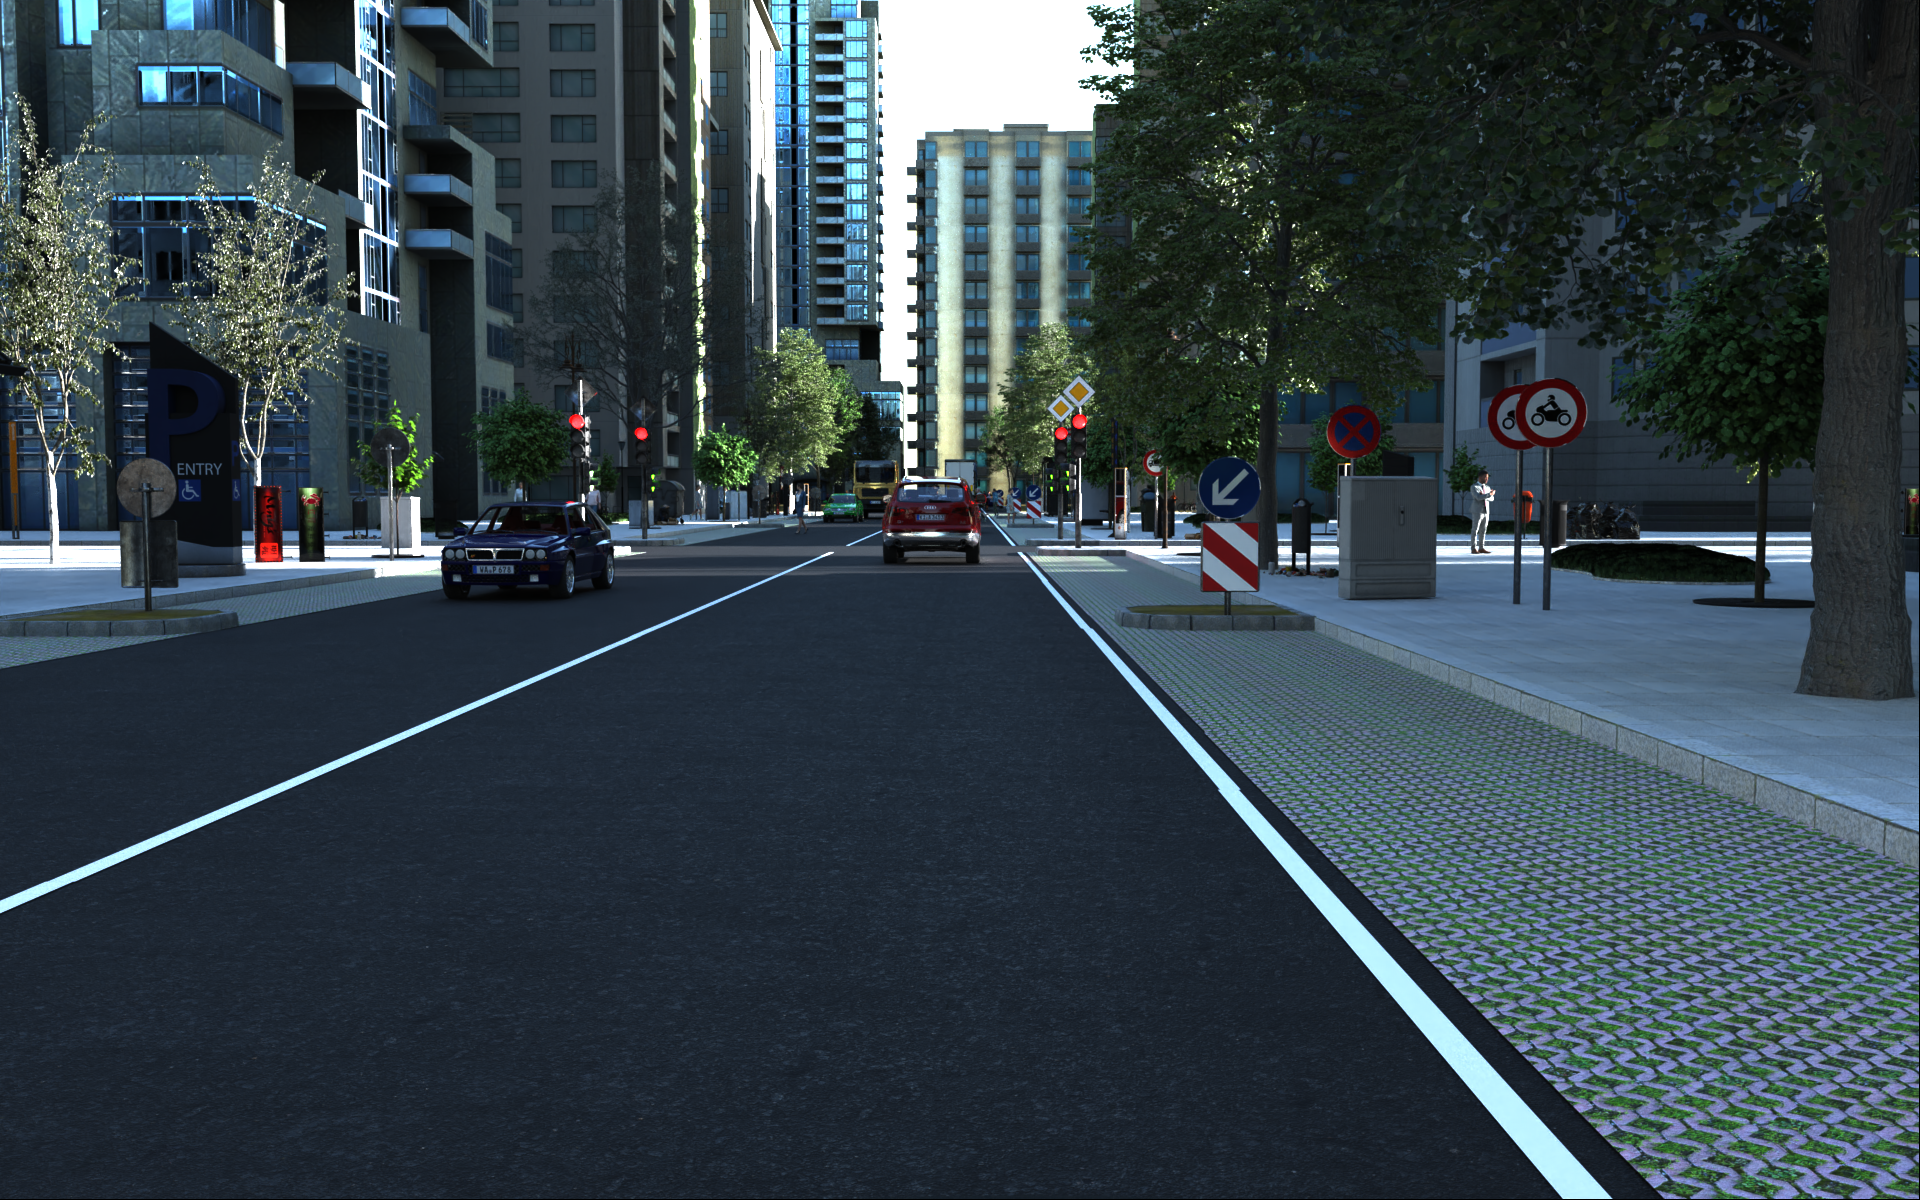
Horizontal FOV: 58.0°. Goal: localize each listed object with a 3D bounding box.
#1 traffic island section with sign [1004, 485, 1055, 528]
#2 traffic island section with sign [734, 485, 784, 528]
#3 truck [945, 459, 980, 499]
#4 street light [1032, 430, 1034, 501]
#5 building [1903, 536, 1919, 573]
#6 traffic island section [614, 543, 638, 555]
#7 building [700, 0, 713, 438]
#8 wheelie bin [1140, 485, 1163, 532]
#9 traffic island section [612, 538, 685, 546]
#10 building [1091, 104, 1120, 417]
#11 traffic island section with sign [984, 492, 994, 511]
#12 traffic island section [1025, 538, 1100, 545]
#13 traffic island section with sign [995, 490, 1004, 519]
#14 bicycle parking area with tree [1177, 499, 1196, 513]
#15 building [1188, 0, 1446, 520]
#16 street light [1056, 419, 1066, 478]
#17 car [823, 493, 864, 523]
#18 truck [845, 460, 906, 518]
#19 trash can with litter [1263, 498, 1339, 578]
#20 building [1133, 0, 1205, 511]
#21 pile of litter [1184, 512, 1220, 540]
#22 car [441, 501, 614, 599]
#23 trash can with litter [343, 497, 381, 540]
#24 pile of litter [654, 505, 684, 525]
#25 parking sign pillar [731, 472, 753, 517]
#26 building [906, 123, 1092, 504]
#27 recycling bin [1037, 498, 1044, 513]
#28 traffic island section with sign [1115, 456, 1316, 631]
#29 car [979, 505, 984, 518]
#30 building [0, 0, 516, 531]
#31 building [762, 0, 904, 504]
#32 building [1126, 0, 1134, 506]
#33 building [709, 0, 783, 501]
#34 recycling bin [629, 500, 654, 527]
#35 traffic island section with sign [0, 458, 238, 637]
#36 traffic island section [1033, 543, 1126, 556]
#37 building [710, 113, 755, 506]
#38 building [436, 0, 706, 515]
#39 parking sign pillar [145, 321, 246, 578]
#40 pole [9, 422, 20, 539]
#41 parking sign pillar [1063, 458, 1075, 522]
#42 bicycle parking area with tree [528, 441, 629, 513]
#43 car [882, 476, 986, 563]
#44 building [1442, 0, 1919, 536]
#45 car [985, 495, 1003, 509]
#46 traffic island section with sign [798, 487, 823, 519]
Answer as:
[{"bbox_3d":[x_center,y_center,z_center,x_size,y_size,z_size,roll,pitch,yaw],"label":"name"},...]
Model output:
[{"bbox_3d":[3.002,-3.981,73.720,1.989,1.847,2.006,0,4,0],"label":"traffic island section with sign"},{"bbox_3d":[-8.527,-3.985,73.786,1.989,1.847,2.006,0,4,0],"label":"traffic island section with sign"},{"bbox_3d":[0.169,-9.563,145.269,2.839,4.237,11.283,0,4,2],"label":"truck"},{"bbox_3d":[5.226,-9.225,123.609,0.468,5.910,1.993,0,4,0],"label":"street light"},{"bbox_3d":[25.275,-29.081,17.474,21.231,58.520,28.212,0,4,0],"label":"building"},{"bbox_3d":[-9.011,-1.157,41.199,2.009,0.180,2.903,0,4,0],"label":"traffic island section"},{"bbox_3d":[-26.765,-29.409,130.941,14.600,45.320,14.200,0,4,0],"label":"building"},{"bbox_3d":[6.500,-3.125,58.995,0.693,1.594,0.980,-1,4,-13],"label":"wheelie bin"},{"bbox_3d":[-8.972,-1.645,49.184,2.009,0.180,2.903,0,4,0],"label":"traffic island section"},{"bbox_3d":[20.933,-30.653,184.776,14.154,41.232,14.086,0,4,0],"label":"building"},{"bbox_3d":[3.365,-8.734,151.434,1.989,1.847,2.006,0,4,0],"label":"traffic island section with sign"},{"bbox_3d":[2.869,-1.642,49.121,2.009,0.180,2.903,0,4,0],"label":"traffic island section"},{"bbox_3d":[3.119,-5.651,101.016,1.989,1.847,2.006,0,4,0],"label":"traffic island section with sign"},{"bbox_3d":[19.041,-8.064,118.854,9.016,4.147,8.231,1,4,15],"label":"bicycle parking area with tree"},{"bbox_3d":[25.047,-29.227,97.462,23.786,49.044,30.456,0,4,0],"label":"building"},{"bbox_3d":[4.987,-6.856,84.890,0.468,5.910,1.993,0,4,0],"label":"street light"},{"bbox_3d":[-5.962,-4.887,88.699,1.959,1.807,4.718,0,4,2],"label":"car"},{"bbox_3d":[-4.926,-6.497,102.143,3.469,3.379,9.791,0,4,-2],"label":"truck"},{"bbox_3d":[5.439,-0.986,27.179,1.678,1.210,2.233,-1,4,-16],"label":"trash can with litter"},{"bbox_3d":[20.782,-27.901,139.775,14.154,41.232,14.086,0,4,0],"label":"building"},{"bbox_3d":[6.902,-2.131,48.813,1.176,0.858,1.719,0,4,4],"label":"pile of litter"},{"bbox_3d":[-6.176,-0.759,24.985,1.945,1.354,3.894,0,4,1],"label":"car"},{"bbox_3d":[-16.848,-2.364,49.712,1.678,1.210,2.233,2,4,26],"label":"trash can with litter"},{"bbox_3d":[-12.129,-3.506,71.290,1.719,0.858,1.176,0,4,2],"label":"pile of litter"},{"bbox_3d":[-12.514,-6.776,99.263,1.447,3.967,1.447,3,5,43],"label":"parking sign pillar"},{"bbox_3d":[8.412,-37.122,226.552,30.456,49.044,23.786,0,4,0],"label":"building"},{"bbox_3d":[5.650,-6.439,117.836,0.722,1.027,0.722,1,4,20],"label":"recycling bin"},{"bbox_3d":[2.734,-0.635,19.005,1.989,1.847,2.006,0,4,0],"label":"traffic island section with sign"},{"bbox_3d":[-0.124,-3.190,64.166,2.014,1.417,4.499,0,4,2],"label":"car"},{"bbox_3d":[-32.478,-46.480,72.620,22.319,86.520,31.000,0,4,0],"label":"building"},{"bbox_3d":[-22.972,-55.811,225.183,31.000,86.520,22.319,0,4,0],"label":"building"},{"bbox_3d":[24.738,-51.878,160.874,22.319,86.520,31.000,0,4,0],"label":"building"},{"bbox_3d":[-33.210,-35.925,176.606,27.495,52.752,28.713,0,4,0],"label":"building"},{"bbox_3d":[-12.651,-3.437,68.742,0.722,1.027,0.722,2,4,31],"label":"recycling bin"},{"bbox_3d":[-8.801,-0.588,18.234,1.989,1.847,2.006,0,4,0],"label":"traffic island section with sign"},{"bbox_3d":[2.830,-1.153,41.136,2.009,0.180,2.903,0,4,0],"label":"traffic island section"},{"bbox_3d":[-34.898,-28.086,151.088,32.217,40.220,23.993,0,4,0],"label":"building"},{"bbox_3d":[-23.515,-25.740,104.445,14.154,41.232,14.086,0,4,0],"label":"building"},{"bbox_3d":[-11.988,-2.361,27.078,1.447,3.967,1.447,0,4,-3],"label":"parking sign pillar"},{"bbox_3d":[-26.808,-3.378,49.080,0.158,3.312,0.155,0,3,0],"label":"pole"},{"bbox_3d":[5.424,-5.563,79.419,1.447,3.967,1.447,0,4,-2],"label":"parking sign pillar"},{"bbox_3d":[-20.929,-6.582,94.619,8.231,4.147,9.016,1,4,18],"label":"bicycle parking area with tree"},{"bbox_3d":[-0.572,-1.762,37.475,2.281,1.827,5.304,0,4,1],"label":"car"},{"bbox_3d":[35.437,-32.076,66.438,28.212,58.520,21.231,0,4,0],"label":"building"},{"bbox_3d":[3.294,-9.488,167.712,1.945,1.354,3.894,0,4,1],"label":"car"},{"bbox_3d":[-8.395,-5.652,101.039,1.989,1.847,2.006,0,4,0],"label":"traffic island section with sign"}]
